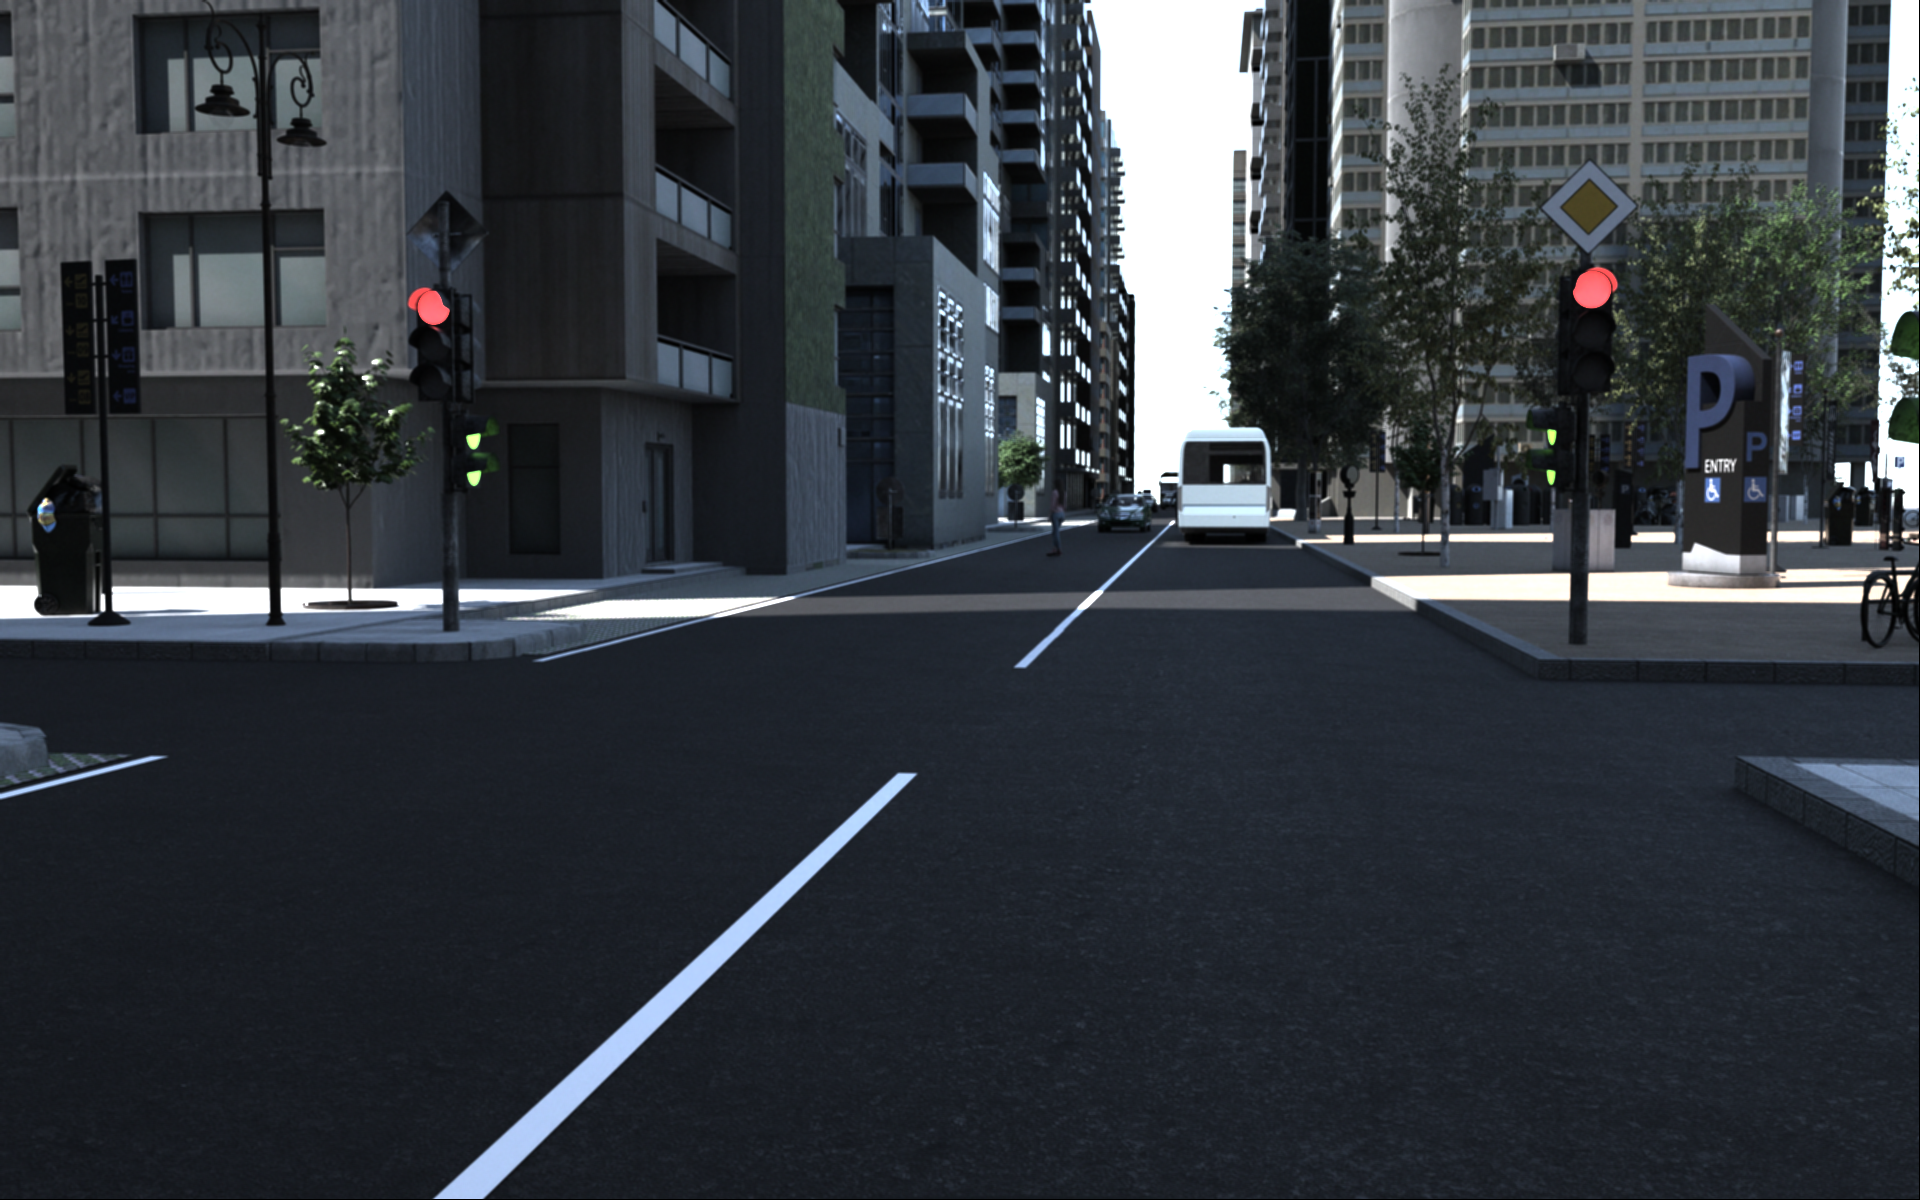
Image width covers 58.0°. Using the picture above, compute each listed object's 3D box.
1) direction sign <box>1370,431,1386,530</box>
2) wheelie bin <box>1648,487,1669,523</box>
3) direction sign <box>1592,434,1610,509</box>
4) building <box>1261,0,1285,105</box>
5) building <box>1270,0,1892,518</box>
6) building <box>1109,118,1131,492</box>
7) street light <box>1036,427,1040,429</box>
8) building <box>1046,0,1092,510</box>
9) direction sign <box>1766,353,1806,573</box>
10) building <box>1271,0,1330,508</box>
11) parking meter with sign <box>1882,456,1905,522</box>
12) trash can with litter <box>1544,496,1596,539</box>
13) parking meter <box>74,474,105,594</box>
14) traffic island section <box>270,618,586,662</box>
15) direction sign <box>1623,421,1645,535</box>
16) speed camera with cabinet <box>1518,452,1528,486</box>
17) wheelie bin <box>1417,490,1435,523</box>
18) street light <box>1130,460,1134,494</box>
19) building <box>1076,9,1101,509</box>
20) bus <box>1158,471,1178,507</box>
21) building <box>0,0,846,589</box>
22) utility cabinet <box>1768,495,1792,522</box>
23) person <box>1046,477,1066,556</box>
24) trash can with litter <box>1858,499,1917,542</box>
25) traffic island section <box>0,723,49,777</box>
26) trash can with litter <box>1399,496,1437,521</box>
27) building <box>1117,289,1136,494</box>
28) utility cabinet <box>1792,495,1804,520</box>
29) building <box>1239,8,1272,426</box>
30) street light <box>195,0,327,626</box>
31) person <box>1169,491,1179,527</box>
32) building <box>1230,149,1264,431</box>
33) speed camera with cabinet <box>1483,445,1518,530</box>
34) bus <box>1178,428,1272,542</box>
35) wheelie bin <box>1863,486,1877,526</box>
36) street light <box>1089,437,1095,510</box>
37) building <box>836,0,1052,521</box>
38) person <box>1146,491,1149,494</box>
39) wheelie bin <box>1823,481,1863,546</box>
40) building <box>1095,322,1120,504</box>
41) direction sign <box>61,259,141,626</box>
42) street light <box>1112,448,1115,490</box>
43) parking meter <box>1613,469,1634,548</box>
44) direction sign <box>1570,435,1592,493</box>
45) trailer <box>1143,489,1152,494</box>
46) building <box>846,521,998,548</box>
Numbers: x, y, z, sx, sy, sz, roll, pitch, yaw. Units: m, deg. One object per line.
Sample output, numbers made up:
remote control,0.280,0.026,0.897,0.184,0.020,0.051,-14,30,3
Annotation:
direction sign,14.960,-4.287,62.093,0.876,3.537,0.379,-3,5,-40
wheelie bin,31.033,-4.218,76.869,0.980,1.594,0.693,-2,4,-30
direction sign,24.247,-4.522,65.939,0.876,3.537,0.379,1,4,22
building,36.814,-32.232,146.602,23.786,49.044,30.456,0,4,8
building,33.974,-24.904,99.057,32.217,40.220,23.993,0,4,8
building,9.498,-36.657,218.957,23.786,49.044,30.456,0,4,8
street light,3.980,-7.357,93.082,0.468,5.910,1.993,0,4,8
building,-1.201,-31.707,138.011,23.786,49.044,30.456,0,4,8
direction sign,13.365,-2.222,28.327,0.379,3.537,0.876,-2,4,-31
building,31.249,-41.756,120.969,20.563,71.187,20.611,0,4,8
parking meter with sign,42.773,-5.132,80.162,0.543,3.016,1.738,-1,4,-18
trash can with litter,17.463,-2.330,49.151,1.678,1.210,2.233,1,4,14
parking meter,-11.200,-0.846,22.249,0.372,1.533,0.369,0,3,0
traffic island section,-4.783,0.370,16.233,2.009,0.180,2.903,0,4,8
direction sign,20.942,-3.784,53.862,0.876,3.537,0.379,-2,4,-27
speed camera with cabinet,25.811,-5.364,82.036,2.038,3.252,0.660,2,4,29
wheelie bin,20.632,-4.201,76.587,0.693,1.594,0.980,0,4,-2
street light,21.993,-15.228,221.771,0.468,5.910,1.993,0,4,8
building,5.612,-31.166,159.676,14.600,45.320,14.200,0,4,8
bus,22.955,-12.029,188.224,2.896,3.916,12.252,0,4,6
building,-10.227,-21.092,28.450,14.154,41.232,14.086,0,4,8
utility cabinet,37.434,-4.172,79.380,0.306,1.237,1.020,-3,4,-36
person,2.255,-1.932,40.094,0.388,1.821,0.555,2,4,34
trash can with litter,25.488,-2.213,47.234,1.678,1.210,2.233,2,4,25
traffic island section,-5.892,0.854,8.325,2.009,0.180,2.903,0,4,8
trash can with litter,22.175,-4.498,84.592,1.678,1.210,2.233,-1,4,-17
building,17.101,-28.698,240.919,14.160,30.474,14.107,0,4,8
utility cabinet,41.050,-4.507,84.857,1.020,1.237,0.306,-3,4,-38
building,44.388,-36.457,185.311,28.713,52.752,27.495,0,4,8
street light,-6.697,-2.690,16.775,0.468,5.910,1.993,0,4,8
person,9.647,-4.159,76.280,0.659,1.850,0.755,2,4,28
building,39.485,-32.033,207.329,14.154,41.232,14.086,0,4,8
speed camera with cabinet,19.549,-4.195,62.922,0.660,3.252,2.038,2,4,32
bus,8.449,-3.664,54.770,2.948,3.499,13.247,1,4,9
wheelie bin,36.232,-3.755,69.301,0.980,1.594,0.693,-3,5,-42
street light,10.586,-10.204,139.616,0.468,5.910,1.993,0,4,8
building,-4.914,-48.538,106.270,22.319,86.520,31.000,0,4,8
person,19.876,-10.714,184.504,0.721,1.723,1.217,-3,5,-39
wheelie bin,21.967,-2.162,43.249,0.693,1.594,0.980,1,4,15
building,2.964,-21.099,190.005,27.650,21.520,28.899,0,4,8
direction sign,-8.355,-1.523,16.903,0.876,3.537,0.379,1,4,16
street light,15.516,-12.381,175.219,0.468,5.910,1.993,0,4,8
parking meter,15.720,-2.162,41.053,0.399,1.863,0.255,0,4,-1
direction sign,22.005,-4.282,62.000,0.379,3.537,0.876,-2,4,-34
trailer,21.961,-12.007,203.368,1.471,1.999,3.904,0,4,7
building,-9.572,-45.571,57.758,22.319,86.520,31.000,0,4,8
